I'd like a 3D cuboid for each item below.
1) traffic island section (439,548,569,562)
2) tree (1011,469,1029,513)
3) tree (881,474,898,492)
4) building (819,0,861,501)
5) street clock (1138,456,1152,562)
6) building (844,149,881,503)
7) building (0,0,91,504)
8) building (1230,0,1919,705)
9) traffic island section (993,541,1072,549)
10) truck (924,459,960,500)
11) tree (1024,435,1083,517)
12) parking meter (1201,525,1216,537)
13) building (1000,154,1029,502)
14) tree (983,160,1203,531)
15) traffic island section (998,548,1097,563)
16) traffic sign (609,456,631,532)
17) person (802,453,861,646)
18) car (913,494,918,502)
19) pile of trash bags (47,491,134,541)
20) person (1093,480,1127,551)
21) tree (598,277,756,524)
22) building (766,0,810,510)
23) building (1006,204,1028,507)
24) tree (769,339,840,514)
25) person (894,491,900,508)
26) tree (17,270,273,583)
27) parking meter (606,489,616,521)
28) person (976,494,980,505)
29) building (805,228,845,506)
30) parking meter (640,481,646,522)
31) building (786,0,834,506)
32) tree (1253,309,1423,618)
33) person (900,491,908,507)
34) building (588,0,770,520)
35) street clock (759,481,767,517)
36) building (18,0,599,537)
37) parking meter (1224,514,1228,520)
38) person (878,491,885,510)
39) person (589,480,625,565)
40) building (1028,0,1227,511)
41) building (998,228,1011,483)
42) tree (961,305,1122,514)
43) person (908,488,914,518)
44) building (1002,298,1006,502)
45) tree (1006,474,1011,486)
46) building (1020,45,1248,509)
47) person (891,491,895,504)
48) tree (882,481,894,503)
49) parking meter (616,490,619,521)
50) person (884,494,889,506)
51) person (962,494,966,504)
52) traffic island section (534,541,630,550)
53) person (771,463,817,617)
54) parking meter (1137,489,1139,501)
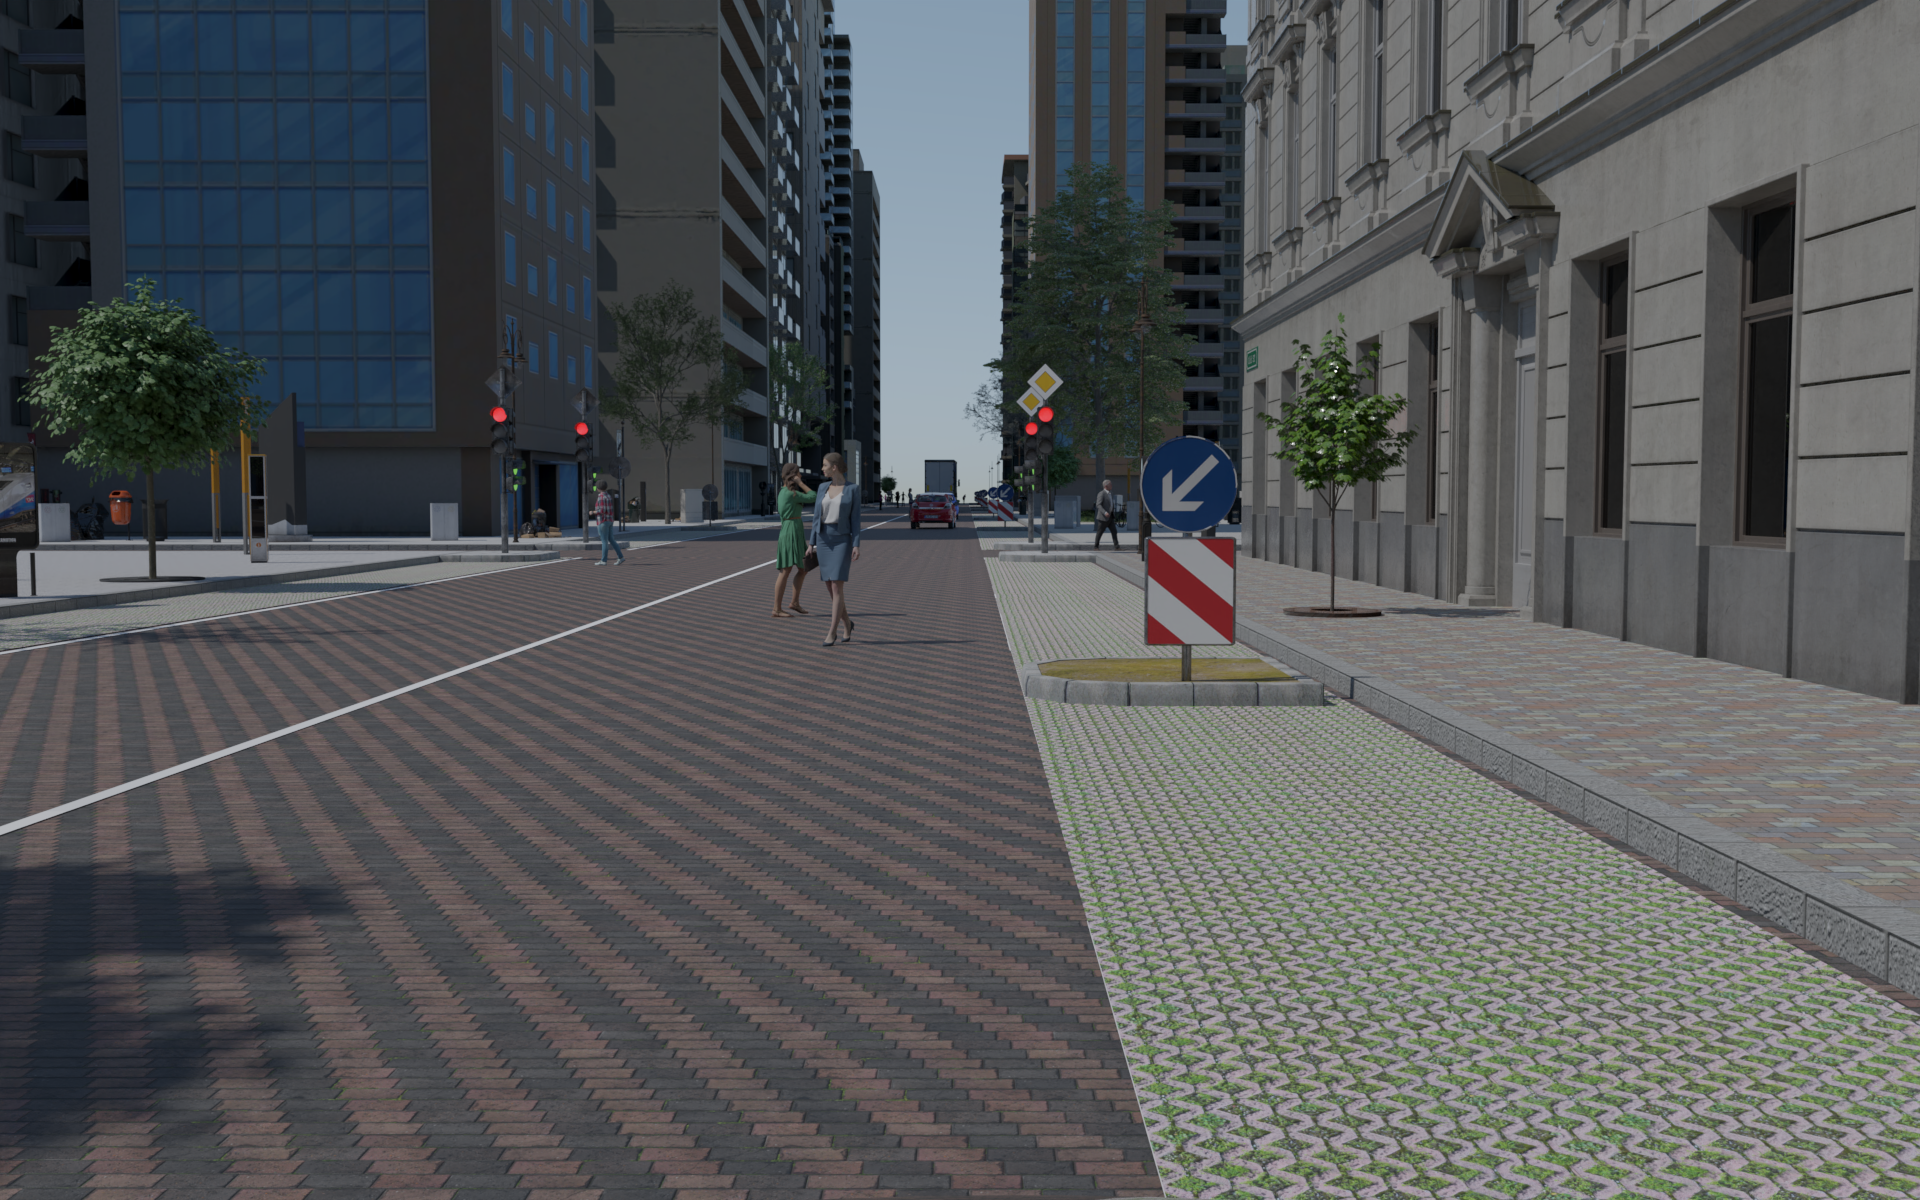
[{"bbox_3d":[-9.883,-0.935,37.564,2.009,0.180,2.903,0,4,0],"label":"traffic island section"},{"bbox_3d":[4.721,-7.629,119.337,1.663,3.219,1.824,0,3,0],"label":"tree"},{"bbox_3d":[-11.500,-17.809,274.887,4.285,4.588,4.351,0,3,0],"label":"tree"},{"bbox_3d":[-23.487,-55.422,218.822,22.319,86.520,31.000,0,4,0],"label":"building"},{"bbox_3d":[3.557,-1.736,32.948,0.358,2.002,0.471,0,4,2],"label":"street clock"},{"bbox_3d":[-22.474,-38.075,246.228,21.300,48.544,21.600,0,4,0],"label":"building"},{"bbox_3d":[-36.255,-22.557,52.399,14.086,41.232,14.154,0,4,0],"label":"building"},{"bbox_3d":[13.681,-14.521,13.840,17.030,29.872,44.131,0,4,0],"label":"building"},{"bbox_3d":[1.886,-1.420,45.503,2.009,0.180,2.903,0,4,0],"label":"traffic island section"},{"bbox_3d":[-1.526,-9.603,145.915,2.839,4.237,11.283,0,4,1],"label":"truck"},{"bbox_3d":[5.250,-6.939,97.171,4.285,4.588,4.351,0,3,0],"label":"tree"},{"bbox_3d":[6.987,-2.625,48.628,0.399,1.863,0.255,-3,4,-37],"label":"parking meter"},{"bbox_3d":[16.248,-34.568,219.816,22.147,44.769,28.867,0,4,0],"label":"building"},{"bbox_3d":[4.604,-8.671,59.900,7.486,12.596,7.792,0,3,0],"label":"tree"},{"bbox_3d":[1.858,-0.932,37.518,2.009,0.180,2.903,0,4,0],"label":"traffic island section"},{"bbox_3d":[-11.502,-3.574,58.545,0.768,2.556,0.104,0,4,4],"label":"traffic sign"},{"bbox_3d":[-1.148,-0.489,16.513,0.581,1.822,0.654,3,4,38],"label":"person"},{"bbox_3d":[-4.930,-12.987,221.126,1.959,1.807,4.718,0,4,2],"label":"car"},{"bbox_3d":[-24.358,-2.341,48.028,3.447,1.369,1.912,1,4,18],"label":"pile of trash bags"},{"bbox_3d":[3.653,-2.047,42.361,0.834,1.777,0.661,2,4,30],"label":"person"},{"bbox_3d":[-12.257,-8.520,73.707,8.767,10.594,7.601,2,4,26],"label":"tree"},{"bbox_3d":[-24.425,-31.532,135.155,23.786,49.044,30.456,0,4,0],"label":"building"},{"bbox_3d":[12.211,-24.632,174.433,14.160,30.474,14.107,0,4,0],"label":"building"},{"bbox_3d":[-11.633,-11.395,112.060,9.928,11.665,9.643,0,3,0],"label":"tree"},{"bbox_3d":[-6.545,-10.454,179.936,0.721,1.766,1.217,-2,4,-32],"label":"person"},{"bbox_3d":[-12.098,-2.564,25.642,4.285,4.588,4.351,0,3,0],"label":"tree"},{"bbox_3d":[-16.642,-4.504,82.048,0.372,1.533,0.369,0,3,0],"label":"parking meter"},{"bbox_3d":[2.494,-13.181,224.561,0.990,1.755,0.434,2,4,29],"label":"person"},{"bbox_3d":[-19.944,-25.381,186.677,14.160,30.474,14.107,0,4,0],"label":"building"},{"bbox_3d":[-14.712,-4.569,80.418,0.255,1.863,0.399,0,4,-6],"label":"parking meter"},{"bbox_3d":[-27.024,-35.154,164.009,28.713,52.752,27.495,0,4,0],"label":"building"},{"bbox_3d":[3.962,-1.445,18.220,1.663,3.219,1.824,0,3,0],"label":"tree"},{"bbox_3d":[-6.466,-11.441,196.283,1.217,1.735,0.721,-1,4,-19],"label":"person"},{"bbox_3d":[-22.438,-28.834,95.130,21.300,48.544,21.600,0,4,0],"label":"building"},{"bbox_3d":[-11.246,-5.763,98.803,0.358,2.002,0.471,2,4,29],"label":"street clock"},{"bbox_3d":[-20.630,-24.917,57.503,14.600,45.320,14.200,0,4,0],"label":"building"},{"bbox_3d":[13.026,-4.633,84.166,0.372,1.533,0.369,0,3,0],"label":"parking meter"},{"bbox_3d":[-6.977,-8.863,154.087,0.721,1.739,1.217,-2,4,-31],"label":"person"},{"bbox_3d":[-7.116,-1.563,34.895,0.643,1.720,0.563,1,4,11],"label":"person"},{"bbox_3d":[12.480,-29.645,134.813,14.600,45.320,14.200,0,4,0],"label":"building"},{"bbox_3d":[17.675,-39.425,264.210,23.786,49.044,30.456,0,4,0],"label":"building"},{"bbox_3d":[5.354,-12.204,109.899,12.009,13.543,11.850,0,3,0],"label":"tree"},{"bbox_3d":[-2.793,-5.657,101.272,0.573,1.790,0.520,-2,4,-27],"label":"person"},{"bbox_3d":[12.940,-28.798,242.553,14.160,30.474,14.107,0,4,0],"label":"building"},{"bbox_3d":[4.081,-8.605,135.300,1.663,3.219,1.824,0,3,0],"label":"tree"},{"bbox_3d":[21.651,-28.286,154.354,32.217,40.220,23.993,0,4,0],"label":"building"},{"bbox_3d":[-9.189,-13.715,232.748,1.348,1.824,0.705,0,4,6],"label":"person"},{"bbox_3d":[-11.220,-16.476,263.988,1.663,3.219,1.824,0,3,0],"label":"tree"},{"bbox_3d":[-16.360,-4.530,82.469,0.372,1.533,0.369,0,3,0],"label":"parking meter"},{"bbox_3d":[-8.828,-11.906,206.389,0.991,1.433,0.599,-3,4,-38],"label":"person"},{"bbox_3d":[0.618,-14.405,247.249,0.421,1.427,0.697,-2,4,-28],"label":"person"},{"bbox_3d":[-9.856,-1.423,45.549,2.009,0.180,2.903,0,4,0],"label":"traffic island section"},{"bbox_3d":[-1.987,-0.704,20.252,0.529,1.795,0.600,-2,4,-32],"label":"person"},{"bbox_3d":[8.605,-4.524,82.384,0.372,1.533,0.369,0,3,0],"label":"parking meter"}]
